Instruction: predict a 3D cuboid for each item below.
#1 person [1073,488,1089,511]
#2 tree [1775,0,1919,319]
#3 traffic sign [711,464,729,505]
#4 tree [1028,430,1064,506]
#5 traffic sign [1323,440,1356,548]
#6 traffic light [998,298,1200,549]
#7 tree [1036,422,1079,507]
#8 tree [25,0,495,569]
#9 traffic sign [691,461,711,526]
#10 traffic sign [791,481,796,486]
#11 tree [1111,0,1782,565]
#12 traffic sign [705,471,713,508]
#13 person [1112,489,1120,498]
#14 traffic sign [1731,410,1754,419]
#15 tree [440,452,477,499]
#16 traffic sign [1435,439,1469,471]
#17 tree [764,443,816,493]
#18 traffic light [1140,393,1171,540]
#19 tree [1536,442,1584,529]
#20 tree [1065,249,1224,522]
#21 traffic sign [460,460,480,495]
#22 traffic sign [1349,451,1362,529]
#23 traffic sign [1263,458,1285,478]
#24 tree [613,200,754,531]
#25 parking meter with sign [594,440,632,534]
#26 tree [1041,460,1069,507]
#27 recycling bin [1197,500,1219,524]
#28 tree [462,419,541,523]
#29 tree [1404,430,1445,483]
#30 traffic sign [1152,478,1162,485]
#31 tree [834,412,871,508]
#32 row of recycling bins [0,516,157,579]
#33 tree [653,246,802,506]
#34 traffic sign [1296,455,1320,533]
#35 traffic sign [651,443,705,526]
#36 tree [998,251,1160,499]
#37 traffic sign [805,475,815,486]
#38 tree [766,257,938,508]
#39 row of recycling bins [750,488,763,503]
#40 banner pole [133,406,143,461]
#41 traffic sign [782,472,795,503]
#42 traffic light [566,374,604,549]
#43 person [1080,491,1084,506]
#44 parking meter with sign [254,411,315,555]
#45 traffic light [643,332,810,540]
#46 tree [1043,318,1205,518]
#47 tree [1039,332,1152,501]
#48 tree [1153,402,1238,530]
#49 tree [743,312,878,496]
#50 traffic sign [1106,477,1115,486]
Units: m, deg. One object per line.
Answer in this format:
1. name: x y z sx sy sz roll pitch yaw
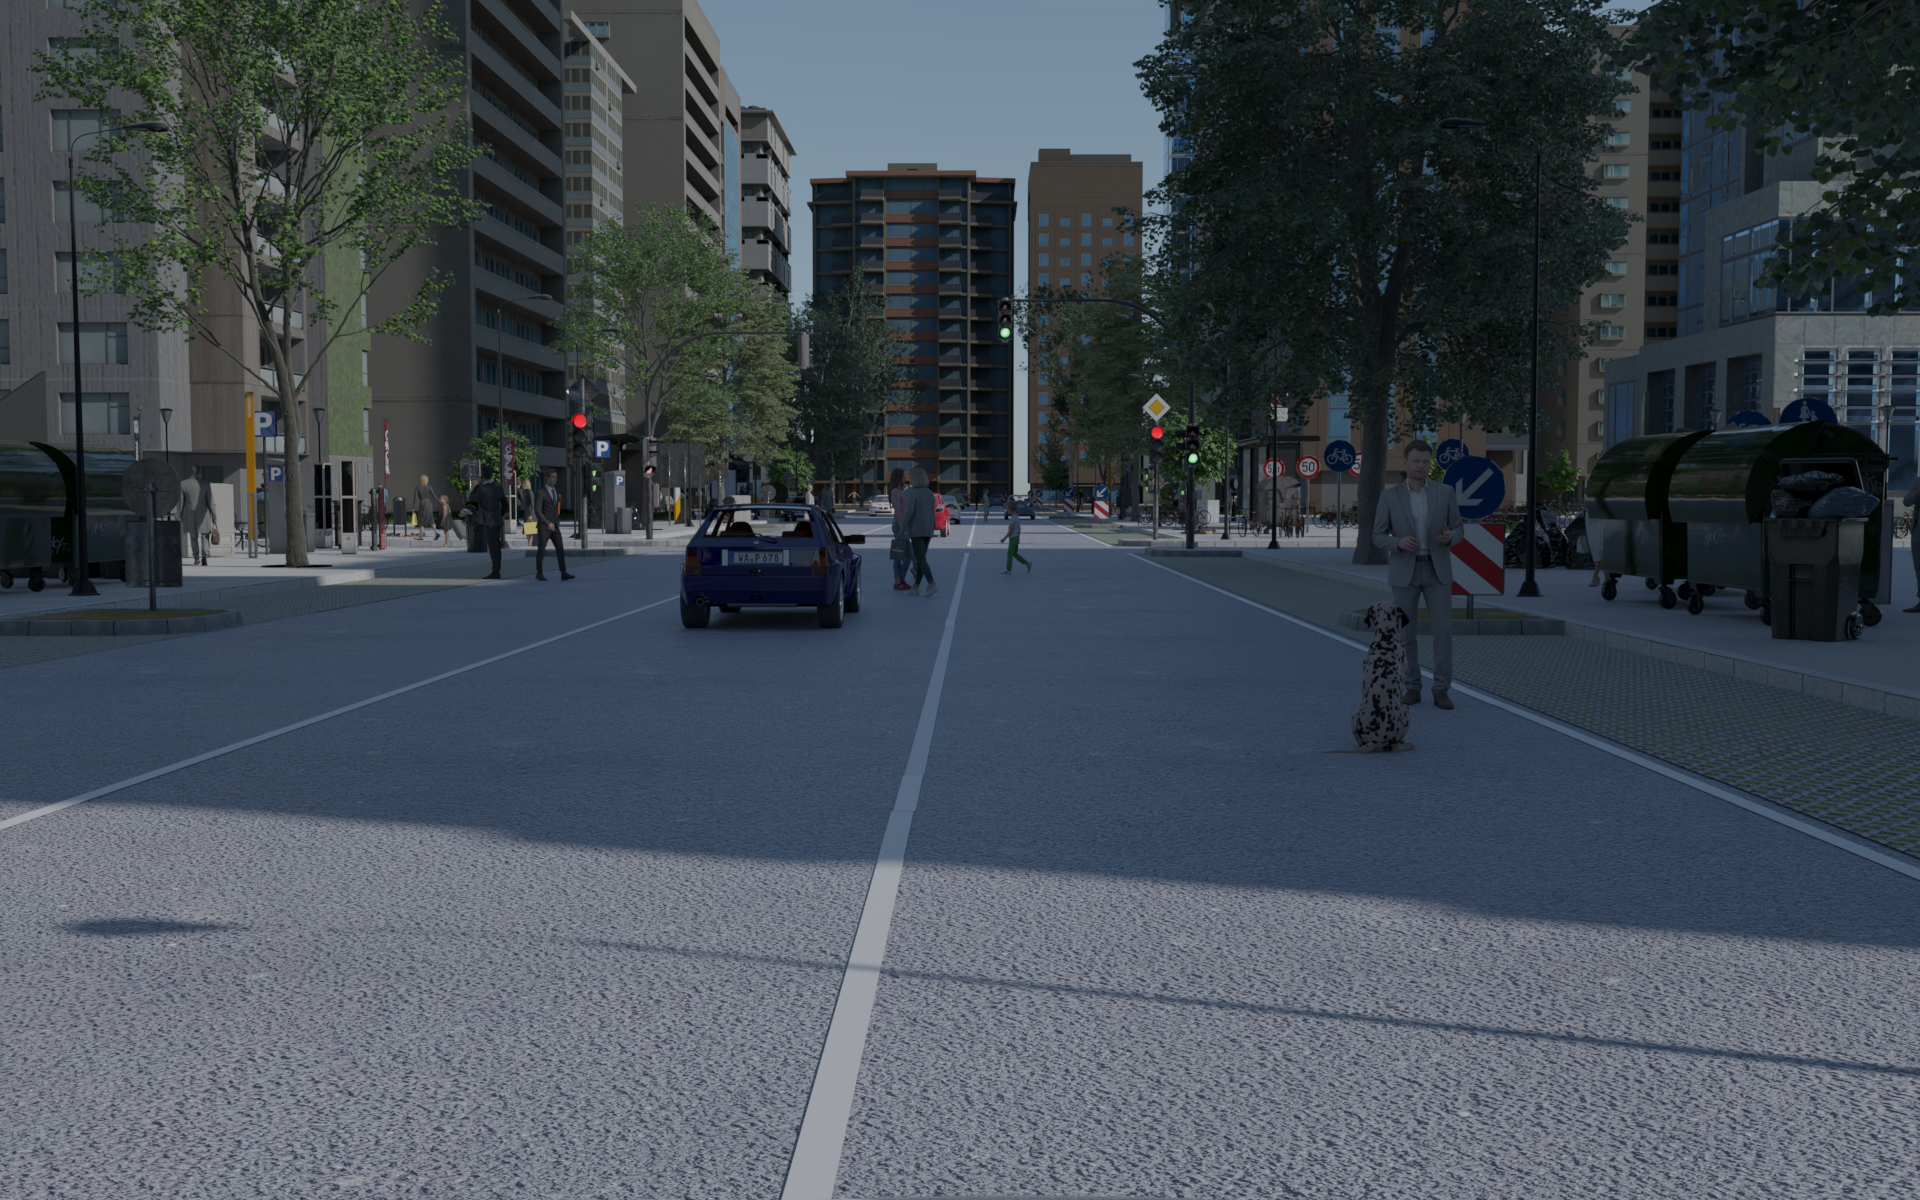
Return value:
1. person: 9.173 -7.615 131.366 1.217 1.723 0.721 1 4 22
2. tree: 8.189 -6.330 10.150 9.857 13.997 8.962 0 3 0
3. traffic sign: -10.139 -4.462 73.059 0.768 2.556 0.104 0 4 2
4. tree: 9.759 -14.703 190.758 4.737 8.622 4.395 0 3 0
5. traffic sign: 8.925 -2.488 40.784 0.768 2.556 0.104 0 4 3
6. traffic light: 3.264 -4.013 40.287 4.771 5.953 1.251 0 4 1
7. tree: 9.818 -13.663 173.747 4.360 8.622 3.978 0 3 0
8. tree: -11.745 -6.377 30.014 9.928 11.665 9.643 0 3 0
9. traffic sign: -10.274 -4.186 68.439 0.884 2.594 0.081 0 4 7
10. traffic sign: -10.578 -6.579 107.574 0.884 2.594 0.081 1 4 10
11. tree: 7.641 -7.625 31.318 9.857 13.997 8.962 0 3 0
12. traffic sign: -13.856 -5.791 94.781 0.768 2.556 0.104 0 4 5
13. person: 15.868 -10.215 173.047 1.348 1.826 0.705 2 4 26
14. traffic sign: 11.970 -1.608 26.399 0.768 2.556 0.104 0 4 7
15. tree: -22.796 -5.208 79.758 1.663 3.219 1.824 0 3 0
16. traffic sign: 11.300 -2.430 39.840 0.768 2.556 0.104 0 4 3
17. tree: -10.959 -7.799 111.227 4.285 4.588 4.351 0 3 0
18. traffic light: 5.457 -3.637 48.387 0.839 4.253 0.868 0 4 1
19. tree: 22.514 -4.285 64.664 1.663 3.219 1.824 0 3 0
20. tree: 8.625 -9.951 80.828 7.486 12.596 7.792 0 3 0
21. traffic sign: -14.620 -3.032 51.709 0.606 2.300 0.079 0 4 8
22. traffic sign: 11.959 -3.161 51.780 0.768 2.556 0.104 1 4 10
23. traffic sign: 11.100 -3.745 61.334 0.768 2.556 0.104 1 4 8
24. tree: -11.005 -8.275 61.054 9.928 11.665 9.643 0 3 0
25. parking meter with sign: -11.150 -3.645 55.861 0.543 3.016 1.738 -3 4 -39
26. tree: 9.433 -11.277 168.096 4.285 4.588 4.351 0 3 0
27. recycling bin: 10.520 -3.734 73.600 0.722 1.027 0.722 -3 4 -37
28. tree: -20.191 -5.656 76.193 4.285 4.588 4.351 0 3 0
29. tree: 13.584 -3.441 50.869 1.663 3.219 1.824 0 3 0
30. traffic sign: 12.058 -6.525 106.686 0.884 2.594 0.081 0 4 6
31. tree: -10.280 -12.561 155.733 4.737 8.622 4.395 0 3 0
32. row of recycling bins: -14.028 -1.191 26.591 3.534 1.692 1.069 0 4 5
33. tree: -10.757 -9.896 79.923 7.486 12.596 7.792 0 3 0
34. traffic sign: 11.388 -3.461 56.701 0.768 2.556 0.104 0 4 8
35. traffic sign: -11.300 -4.606 69.176 2.265 3.308 0.079 0 4 6
36. tree: 9.611 -17.111 135.649 12.611 20.169 13.585 0 3 0
37. traffic sign: -9.953 -6.970 114.065 0.768 2.556 0.104 0 4 7
38. tree: -9.986 -17.348 139.522 12.611 20.169 13.585 0 3 0
39. row of recycling bins: -13.606 -6.707 116.768 1.069 1.692 3.534 -2 4 -34
40. banner pole: -23.388 -3.629 49.348 0.401 3.779 0.863 -1 4 -10
41. traffic sign: -9.841 -6.062 99.223 0.768 2.556 0.104 0 4 4
42. traffic light: -8.804 -3.159 40.564 0.839 4.253 0.868 0 4 1
43. person: 13.639 -11.426 193.779 0.541 1.710 0.530 0 4 5
44. parking meter with sign: -14.496 -2.504 37.208 0.543 3.016 1.738 0 4 7
45. traffic light: -6.611 -4.519 48.557 4.771 5.953 1.251 0 4 1
46. tree: 8.544 -9.539 90.377 8.767 10.594 7.601 0 3 0
47. tree: 9.183 -11.366 111.585 9.928 11.665 9.643 0 3 0
48. tree: 8.291 -4.772 61.730 4.285 4.588 4.351 0 3 0
49. tree: -10.486 -13.200 122.467 9.857 13.997 8.962 0 3 0
50. traffic sign: 10.440 -7.394 120.998 0.768 2.556 0.104 0 4 5
